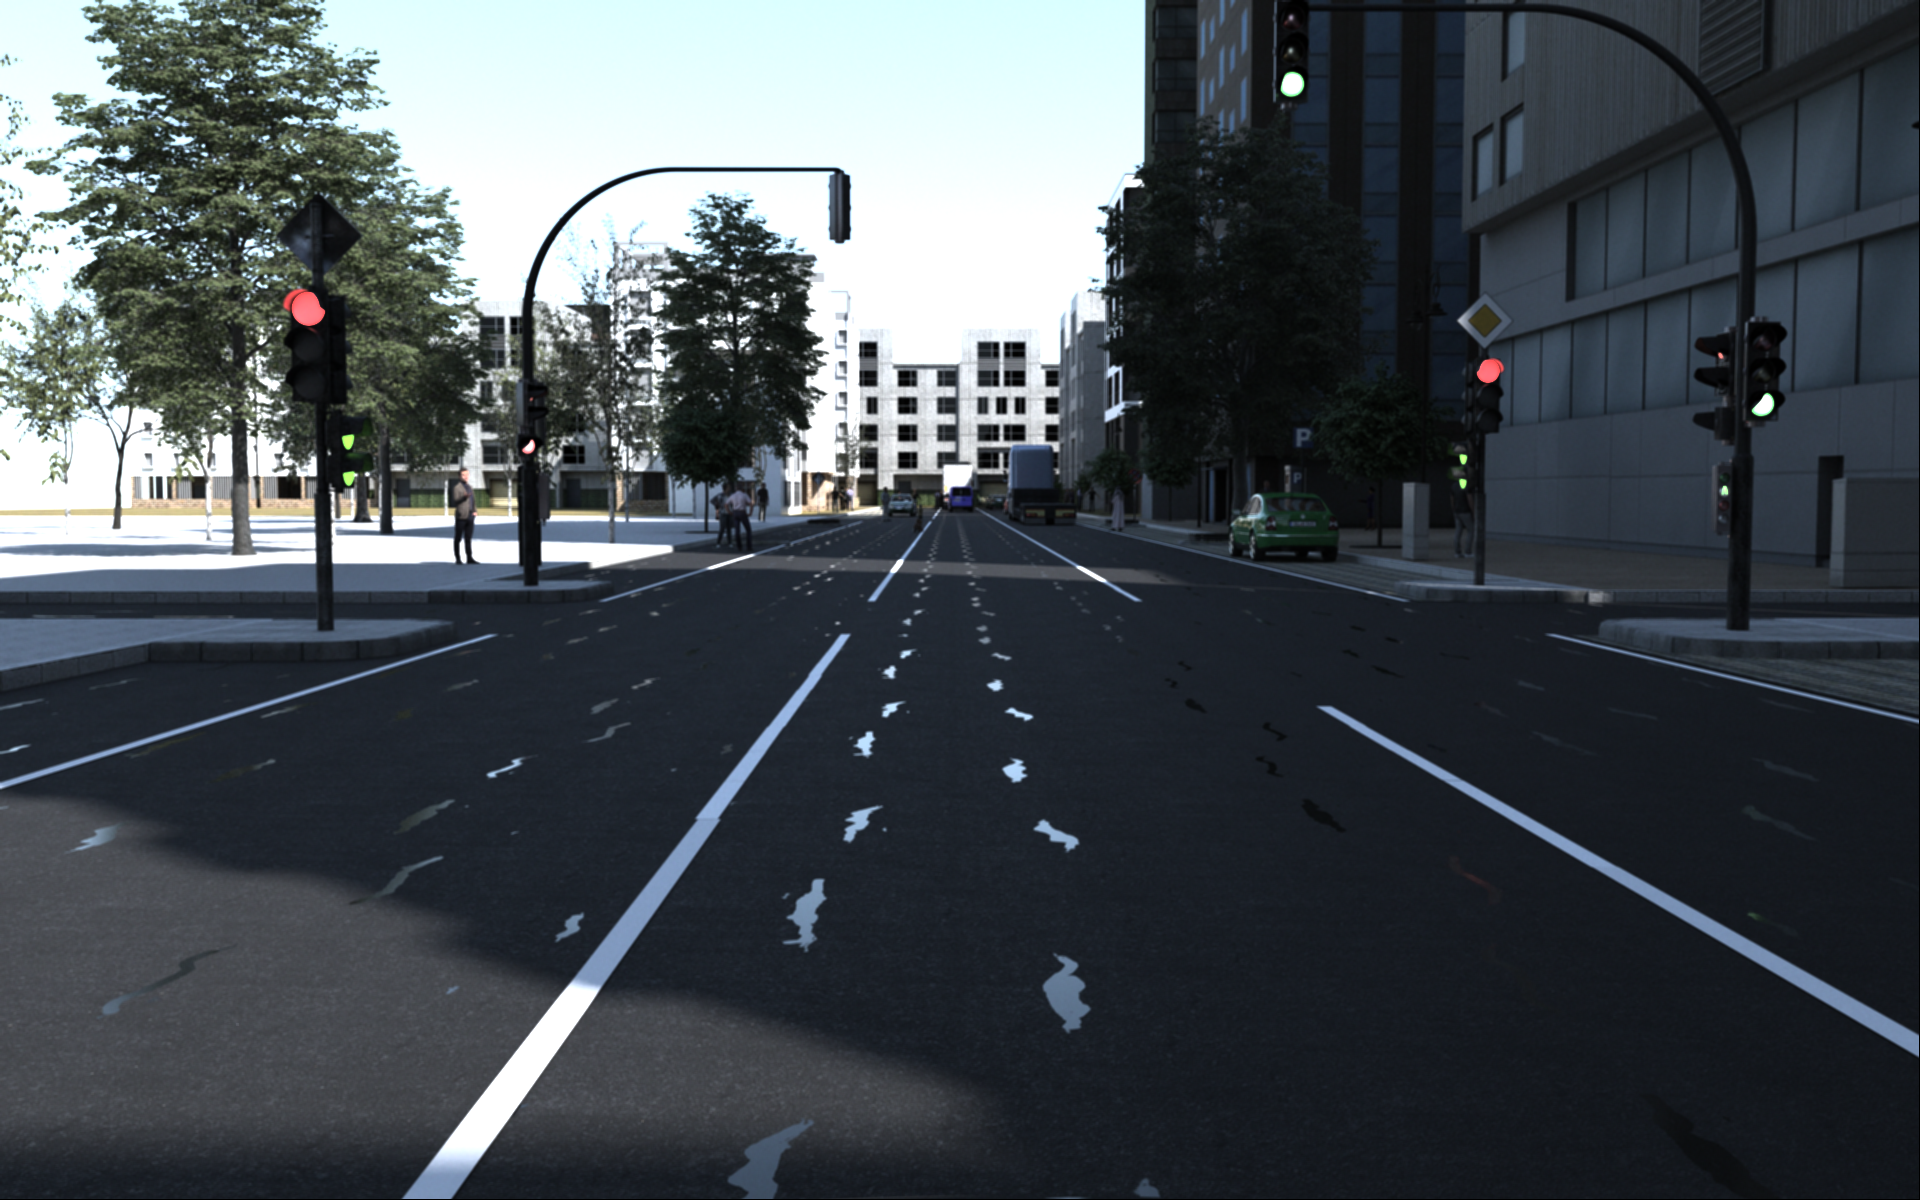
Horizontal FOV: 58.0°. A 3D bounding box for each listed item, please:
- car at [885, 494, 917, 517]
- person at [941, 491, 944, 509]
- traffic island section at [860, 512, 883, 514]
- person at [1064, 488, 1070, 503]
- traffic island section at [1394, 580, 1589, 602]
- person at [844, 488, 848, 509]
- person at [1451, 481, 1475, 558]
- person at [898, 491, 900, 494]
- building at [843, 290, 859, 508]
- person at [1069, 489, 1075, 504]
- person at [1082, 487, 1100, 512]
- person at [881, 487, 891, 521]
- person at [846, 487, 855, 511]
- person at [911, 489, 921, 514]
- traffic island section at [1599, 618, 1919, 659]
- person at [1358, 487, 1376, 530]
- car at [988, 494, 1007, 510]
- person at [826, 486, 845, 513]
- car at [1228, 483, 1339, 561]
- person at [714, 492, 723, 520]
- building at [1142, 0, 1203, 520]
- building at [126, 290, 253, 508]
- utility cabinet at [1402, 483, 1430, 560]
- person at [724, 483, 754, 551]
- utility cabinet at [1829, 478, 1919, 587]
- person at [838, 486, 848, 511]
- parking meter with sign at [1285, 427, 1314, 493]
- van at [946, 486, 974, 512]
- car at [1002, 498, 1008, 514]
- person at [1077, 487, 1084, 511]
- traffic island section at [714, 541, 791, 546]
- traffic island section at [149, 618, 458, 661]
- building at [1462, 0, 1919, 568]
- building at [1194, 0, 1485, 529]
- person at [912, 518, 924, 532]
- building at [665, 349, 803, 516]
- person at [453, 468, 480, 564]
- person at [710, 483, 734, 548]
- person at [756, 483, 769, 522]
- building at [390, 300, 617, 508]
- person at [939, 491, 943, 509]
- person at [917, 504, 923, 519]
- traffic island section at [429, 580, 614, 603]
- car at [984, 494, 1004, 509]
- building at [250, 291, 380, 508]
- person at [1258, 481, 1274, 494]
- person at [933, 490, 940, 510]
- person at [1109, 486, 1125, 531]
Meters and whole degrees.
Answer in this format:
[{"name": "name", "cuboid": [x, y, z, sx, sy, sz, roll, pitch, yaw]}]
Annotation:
[{"name": "car", "cuboid": [-3.801, -6.109, 111.684, 2.131, 1.459, 4.920, 0, 4, 1]}, {"name": "person", "cuboid": [-1.602, -9.893, 170.703, 0.568, 1.767, 0.683, 1, 4, 13]}, {"name": "traffic island section", "cuboid": [-6.229, -6.315, 126.119, 1.991, 0.108, 1.994, 0, 4, 0]}, {"name": "person", "cuboid": [8.924, -8.445, 144.666, 0.434, 1.755, 0.990, -2, 4, -27]}, {"name": "traffic island section", "cuboid": [7.324, -0.128, 24.374, 2.009, 0.180, 2.903, 0, 4, 0]}, {"name": "person", "cuboid": [-9.572, -8.518, 145.297, 1.348, 1.826, 0.705, 2, 4, 28]}, {"name": "person", "cuboid": [10.219, -1.765, 35.024, 0.434, 1.807, 0.598, -1, 4, -18]}, {"name": "person", "cuboid": [-5.821, -9.731, 168.304, 0.721, 1.736, 1.217, 0, 4, -2]}, {"name": "building", "cuboid": [-15.620, -18.991, 166.925, 11.380, 20.091, 16.016, 0, 4, 0]}, {"name": "person", "cuboid": [8.970, -8.049, 138.563, 0.541, 1.710, 0.530, -2, 4, -23]}, {"name": "person", "cuboid": [9.354, -7.152, 122.985, 1.348, 1.822, 0.705, 2, 4, 26]}, {"name": "person", "cuboid": [-3.887, -5.049, 91.195, 0.789, 1.805, 0.875, 3, 5, 43]}, {"name": "person", "cuboid": [-8.395, -7.784, 133.174, 0.709, 1.838, 0.599, 1, 4, 19]}, {"name": "person", "cuboid": [-3.352, -7.268, 127.476, 1.348, 1.807, 0.705, -3, 5, -43]}, {"name": "traffic island section", "cuboid": [7.363, 0.360, 16.389, 2.009, 0.180, 2.903, 0, 4, 0]}, {"name": "person", "cuboid": [14.337, -3.214, 60.960, 0.546, 1.535, 0.453, 0, 4, -7]}, {"name": "car", "cuboid": [3.590, -8.966, 158.386, 2.131, 1.459, 4.920, 0, 4, 0]}, {"name": "person", "cuboid": [-8.567, -6.922, 119.225, 1.348, 1.822, 0.705, 1, 4, 12]}, {"name": "car", "cuboid": [7.044, -1.784, 37.962, 1.959, 1.807, 4.718, 0, 4, -1]}, {"name": "person", "cuboid": [-11.711, -4.595, 84.411, 0.697, 1.427, 0.421, -3, 4, -37]}, {"name": "building", "cuboid": [16.561, -19.609, 92.306, 14.160, 30.474, 14.107, 0, 4, 0]}, {"name": "building", "cuboid": [-70.733, -18.942, 166.127, 11.380, 20.091, 16.016, 0, 4, 0]}, {"name": "utility cabinet", "cuboid": [8.889, -1.532, 33.734, 0.318, 1.500, 1.173, 0, 4, 4]}, {"name": "person", "cuboid": [-5.563, -2.113, 43.986, 0.756, 1.711, 0.436, 1, 4, 19]}, {"name": "utility cabinet", "cuboid": [12.490, -0.913, 23.605, 1.173, 1.500, 0.318, -1, 4, -9]}, {"name": "person", "cuboid": [-9.021, -7.725, 131.969, 1.348, 1.869, 0.705, -3, 5, -44]}, {"name": "parking meter with sign", "cuboid": [8.941, -3.048, 46.100, 0.543, 3.016, 1.738, 0, 4, -1]}, {"name": "van", "cuboid": [0.047, -8.300, 140.081, 2.240, 2.365, 5.245, 0, 4, -2]}, {"name": "car", "cuboid": [4.054, -6.989, 123.309, 2.155, 1.783, 4.494, 0, 4, -1]}, {"name": "person", "cuboid": [9.006, -7.495, 128.453, 0.599, 1.838, 0.709, 0, 4, 4]}, {"name": "traffic island section", "cuboid": [-5.830, -1.596, 48.964, 1.991, 0.108, 1.994, 0, 4, 0]}, {"name": "traffic island section", "cuboid": [-5.998, 0.364, 16.327, 2.009, 0.180, 2.903, 0, 4, 0]}, {"name": "building", "cuboid": [27.166, -27.234, 34.512, 27.495, 52.752, 28.713, 0, 4, 0]}, {"name": "building", "cuboid": [17.468, -25.666, 69.745, 14.600, 45.320, 14.200, 0, 4, 0]}, {"name": "person", "cuboid": [-1.589, -2.830, 65.241, 0.381, 0.543, 0.357, -3, 5, -44]}, {"name": "building", "cuboid": [-14.905, -10.539, 114.464, 9.099, 9.664, 28.070, 0, 4, 0]}, {"name": "person", "cuboid": [-8.968, -1.536, 31.694, 0.750, 1.759, 0.617, 3, 5, 40]}, {"name": "person", "cuboid": [-6.208, -2.246, 45.938, 0.841, 1.734, 0.376, -2, 4, -29]}, {"name": "person", "cuboid": [-8.989, -4.452, 78.967, 0.598, 1.807, 0.434, -1, 4, -22]}, {"name": "building", "cuboid": [-37.050, -18.346, 166.420, 31.486, 18.905, 16.747, 0, 4, 0]}, {"name": "person", "cuboid": [-1.756, -9.413, 162.919, 1.217, 1.766, 0.721, 1, 4, 16]}, {"name": "person", "cuboid": [-2.246, -4.974, 97.757, 0.347, 0.859, 0.695, 0, 4, -4]}, {"name": "traffic island section", "cuboid": [-6.038, -0.124, 24.312, 2.009, 0.180, 2.903, 0, 4, 0]}, {"name": "car", "cuboid": [3.452, -9.659, 169.719, 2.131, 1.459, 4.920, 0, 4, 0]}, {"name": "building", "cuboid": [-59.359, -19.020, 167.391, 11.380, 20.091, 16.016, 0, 4, 0]}, {"name": "person", "cuboid": [11.088, -3.420, 62.513, 0.990, 1.755, 0.434, 1, 4, 13]}, {"name": "person", "cuboid": [-2.149, -9.078, 156.795, 0.709, 1.838, 0.599, 3, 5, 41]}, {"name": "person", "cuboid": [6.067, -3.511, 66.572, 0.621, 1.740, 0.551, 2, 4, 35]}]
